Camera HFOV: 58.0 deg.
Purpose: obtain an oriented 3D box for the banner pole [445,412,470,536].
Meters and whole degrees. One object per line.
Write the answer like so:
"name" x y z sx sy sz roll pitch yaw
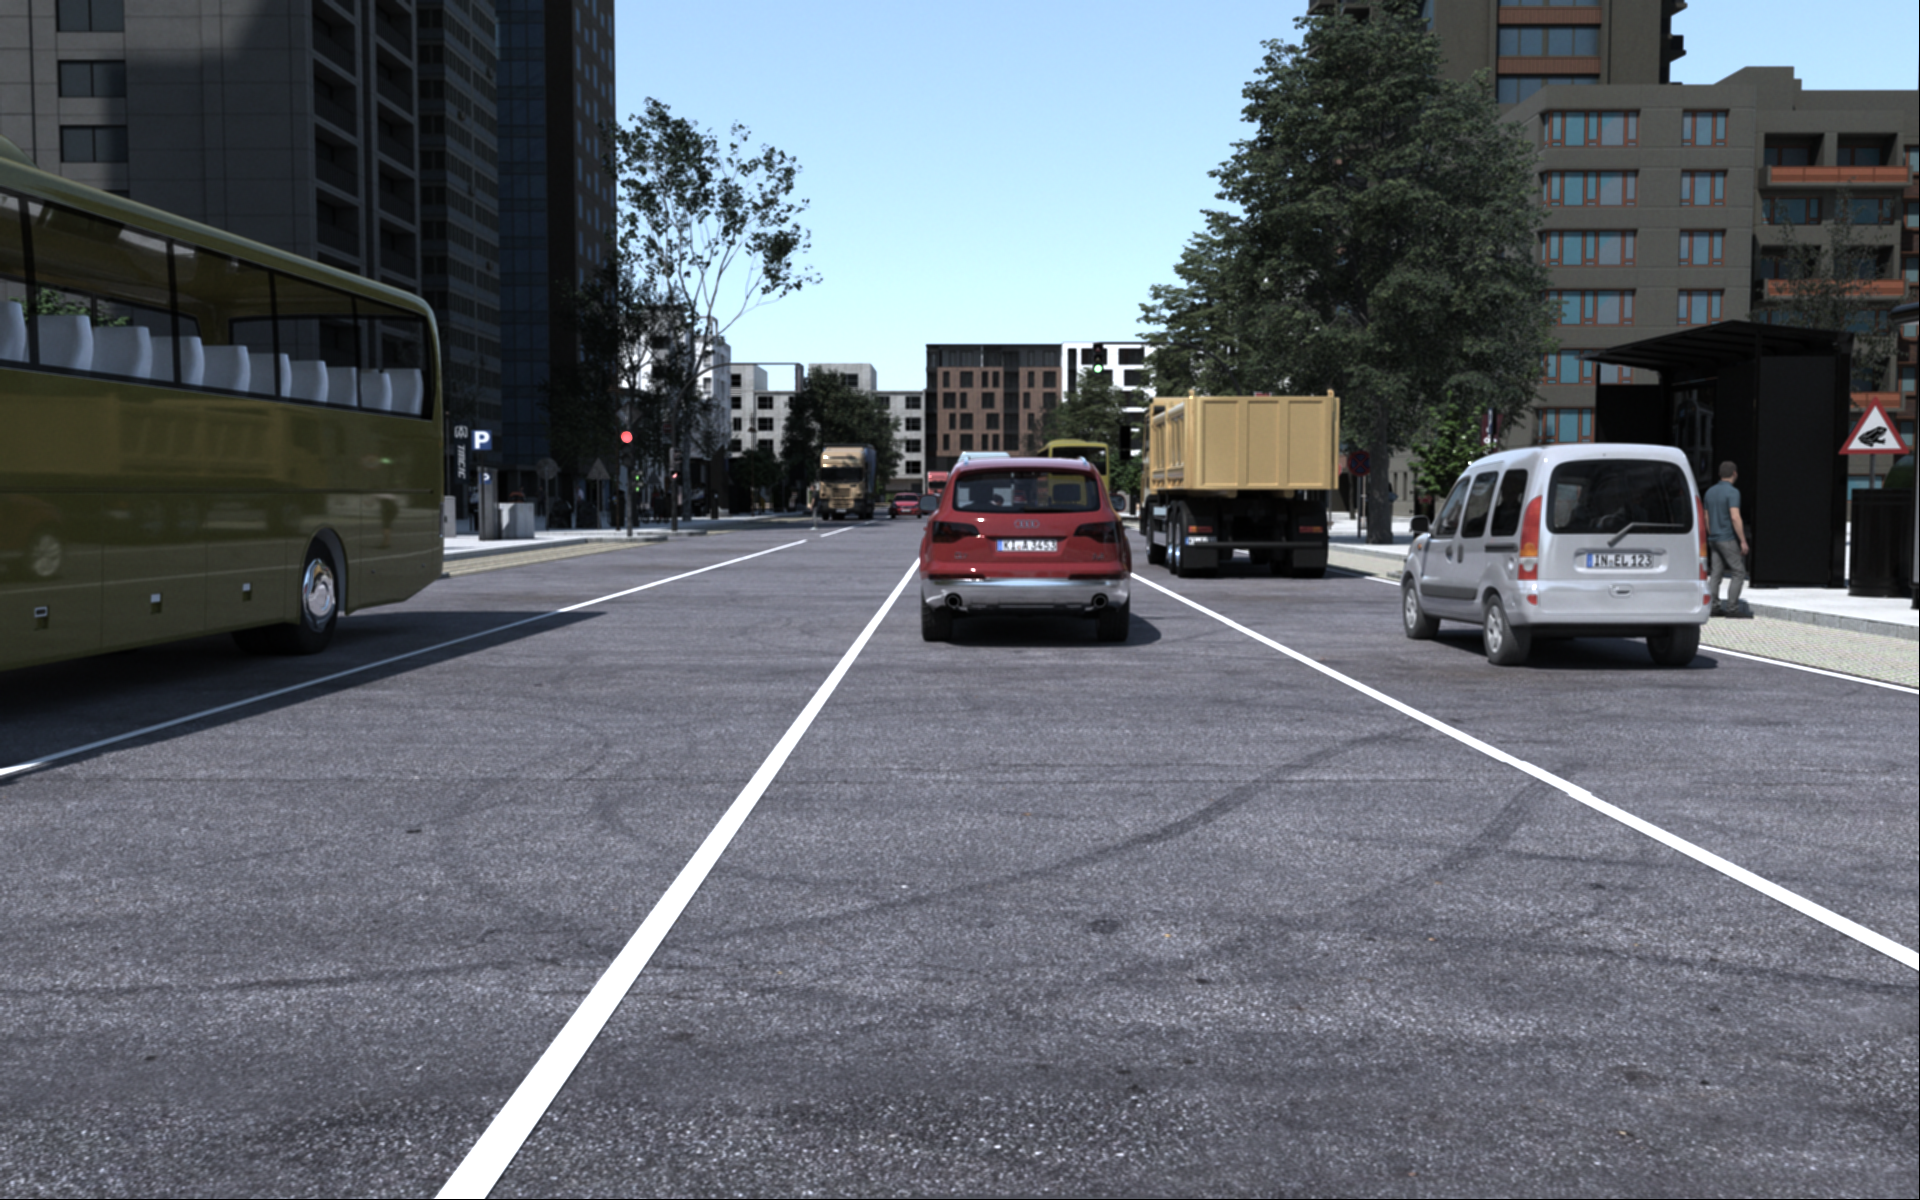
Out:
"banner pole" -15.330 -3.836 52.737 0.863 3.779 0.401 -1 4 -22

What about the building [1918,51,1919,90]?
"building" 65.687 -24.236 88.136 23.993 40.220 32.217 0 4 0

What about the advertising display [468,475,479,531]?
"advertising display" -16.676 -3.348 59.953 0.974 1.923 0.123 3 4 38

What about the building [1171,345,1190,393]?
"building" 45.422 -24.651 247.015 32.646 21.610 27.936 0 4 0

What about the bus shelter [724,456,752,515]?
"bus shelter" -14.252 -7.317 110.912 1.731 3.624 6.357 0 4 0

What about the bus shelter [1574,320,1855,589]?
"bus shelter" 11.284 -2.153 26.491 1.731 3.624 6.357 0 4 0

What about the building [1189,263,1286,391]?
"building" 38.825 -19.916 169.594 27.936 21.610 32.646 0 4 0

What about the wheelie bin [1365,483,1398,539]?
"wheelie bin" 11.679 -2.460 48.133 0.980 1.594 0.693 2 4 30

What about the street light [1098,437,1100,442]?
"street light" 10.776 -9.890 134.483 0.468 5.910 1.993 0 4 0

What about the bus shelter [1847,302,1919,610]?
"bus shelter" 11.390 -2.449 17.666 2.179 5.291 8.768 0 3 0

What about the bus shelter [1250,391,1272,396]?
"bus shelter" 11.102 -5.362 65.297 2.179 5.291 8.768 0 4 0

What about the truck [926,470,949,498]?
"truck" -2.523 -13.055 202.363 2.839 4.237 11.283 0 4 0

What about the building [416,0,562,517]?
"building" -41.855 -25.280 105.208 32.217 40.220 23.993 0 4 0

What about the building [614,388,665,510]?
"building" -30.156 -12.763 150.830 9.099 9.664 28.070 0 4 0

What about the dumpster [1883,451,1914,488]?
"dumpster" 14.767 -1.402 25.410 1.502 2.255 1.985 0 4 0

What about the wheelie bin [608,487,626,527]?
"wheelie bin" -13.475 -3.683 68.118 0.693 1.594 0.980 -1 4 -17

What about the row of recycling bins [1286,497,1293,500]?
"row of recycling bins" 13.850 -4.529 81.160 3.534 1.692 1.069 1 4 12

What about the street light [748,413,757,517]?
"street light" -11.761 -7.673 98.239 0.468 5.910 1.993 0 4 0

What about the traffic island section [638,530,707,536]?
"traffic island section" -9.918 -2.312 60.081 2.009 0.180 2.903 0 4 0

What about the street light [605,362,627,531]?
"street light" -11.986 -5.368 60.559 0.468 5.910 1.993 0 4 0

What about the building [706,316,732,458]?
"building" -31.331 -20.399 189.947 11.380 20.091 16.016 0 4 0

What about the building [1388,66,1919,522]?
"building" 39.234 -14.809 87.166 28.899 21.520 27.650 0 4 0

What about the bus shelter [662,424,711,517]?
"bus shelter" -15.841 -7.570 101.406 2.179 5.291 8.768 0 4 0

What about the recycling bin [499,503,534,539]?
"recycling bin" -12.667 -2.259 49.495 0.722 1.027 0.722 2 4 31

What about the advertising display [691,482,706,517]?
"advertising display" -14.623 -5.589 96.601 0.974 1.923 0.123 1 4 23

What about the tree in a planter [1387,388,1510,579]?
"tree in a planter" 8.345 -1.966 29.364 1.991 3.239 1.994 0 4 0

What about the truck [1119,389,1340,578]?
"truck" 5.042 -2.282 33.237 3.469 3.379 9.791 0 4 1

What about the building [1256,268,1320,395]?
"building" 33.329 -17.776 147.050 16.016 20.091 11.380 0 4 0

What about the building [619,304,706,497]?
"building" -34.227 -19.219 170.645 16.016 20.091 11.380 0 4 0

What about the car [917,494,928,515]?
"car" -3.058 -6.651 118.522 2.009 1.686 4.222 0 4 1

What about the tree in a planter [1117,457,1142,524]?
"tree in a planter" 8.589 -5.344 84.593 1.991 3.239 1.994 0 4 0

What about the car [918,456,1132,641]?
"car" 0.665 -0.595 18.399 2.281 1.827 5.304 0 4 1

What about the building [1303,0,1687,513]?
"building" 36.015 -28.461 119.961 22.147 44.769 28.867 0 4 0

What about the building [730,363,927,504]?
"building" -20.419 -22.954 241.761 31.486 18.905 16.747 0 4 0

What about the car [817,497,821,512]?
"car" -9.512 -6.952 125.663 2.014 1.417 4.499 0 4 1

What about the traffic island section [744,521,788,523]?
"traffic island section" -9.479 -3.784 84.730 1.991 0.108 1.994 0 4 0

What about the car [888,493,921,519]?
"car" -3.172 -5.705 102.309 2.155 1.783 4.494 0 4 -1

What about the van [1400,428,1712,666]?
"van" 5.270 -0.539 15.817 2.013 2.044 4.112 0 4 0

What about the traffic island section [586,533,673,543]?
"traffic island section" -9.953 -1.824 52.096 2.009 0.180 2.903 0 4 0

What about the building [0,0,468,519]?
"building" -35.381 -39.371 81.974 20.563 71.187 20.611 0 4 0

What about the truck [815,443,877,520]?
"truck" -6.301 -6.671 97.986 2.839 4.237 11.283 0 4 1

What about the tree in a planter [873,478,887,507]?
"tree in a planter" -9.022 -11.779 189.810 1.991 3.239 1.994 0 4 0

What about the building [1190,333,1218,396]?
"building" 33.651 -20.502 191.635 16.016 20.091 11.380 0 4 0

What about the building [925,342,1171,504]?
"building" 11.667 -24.599 246.168 32.646 21.610 27.936 0 4 0

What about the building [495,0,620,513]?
"building" -32.909 -28.989 124.074 14.600 45.320 14.200 0 4 0
